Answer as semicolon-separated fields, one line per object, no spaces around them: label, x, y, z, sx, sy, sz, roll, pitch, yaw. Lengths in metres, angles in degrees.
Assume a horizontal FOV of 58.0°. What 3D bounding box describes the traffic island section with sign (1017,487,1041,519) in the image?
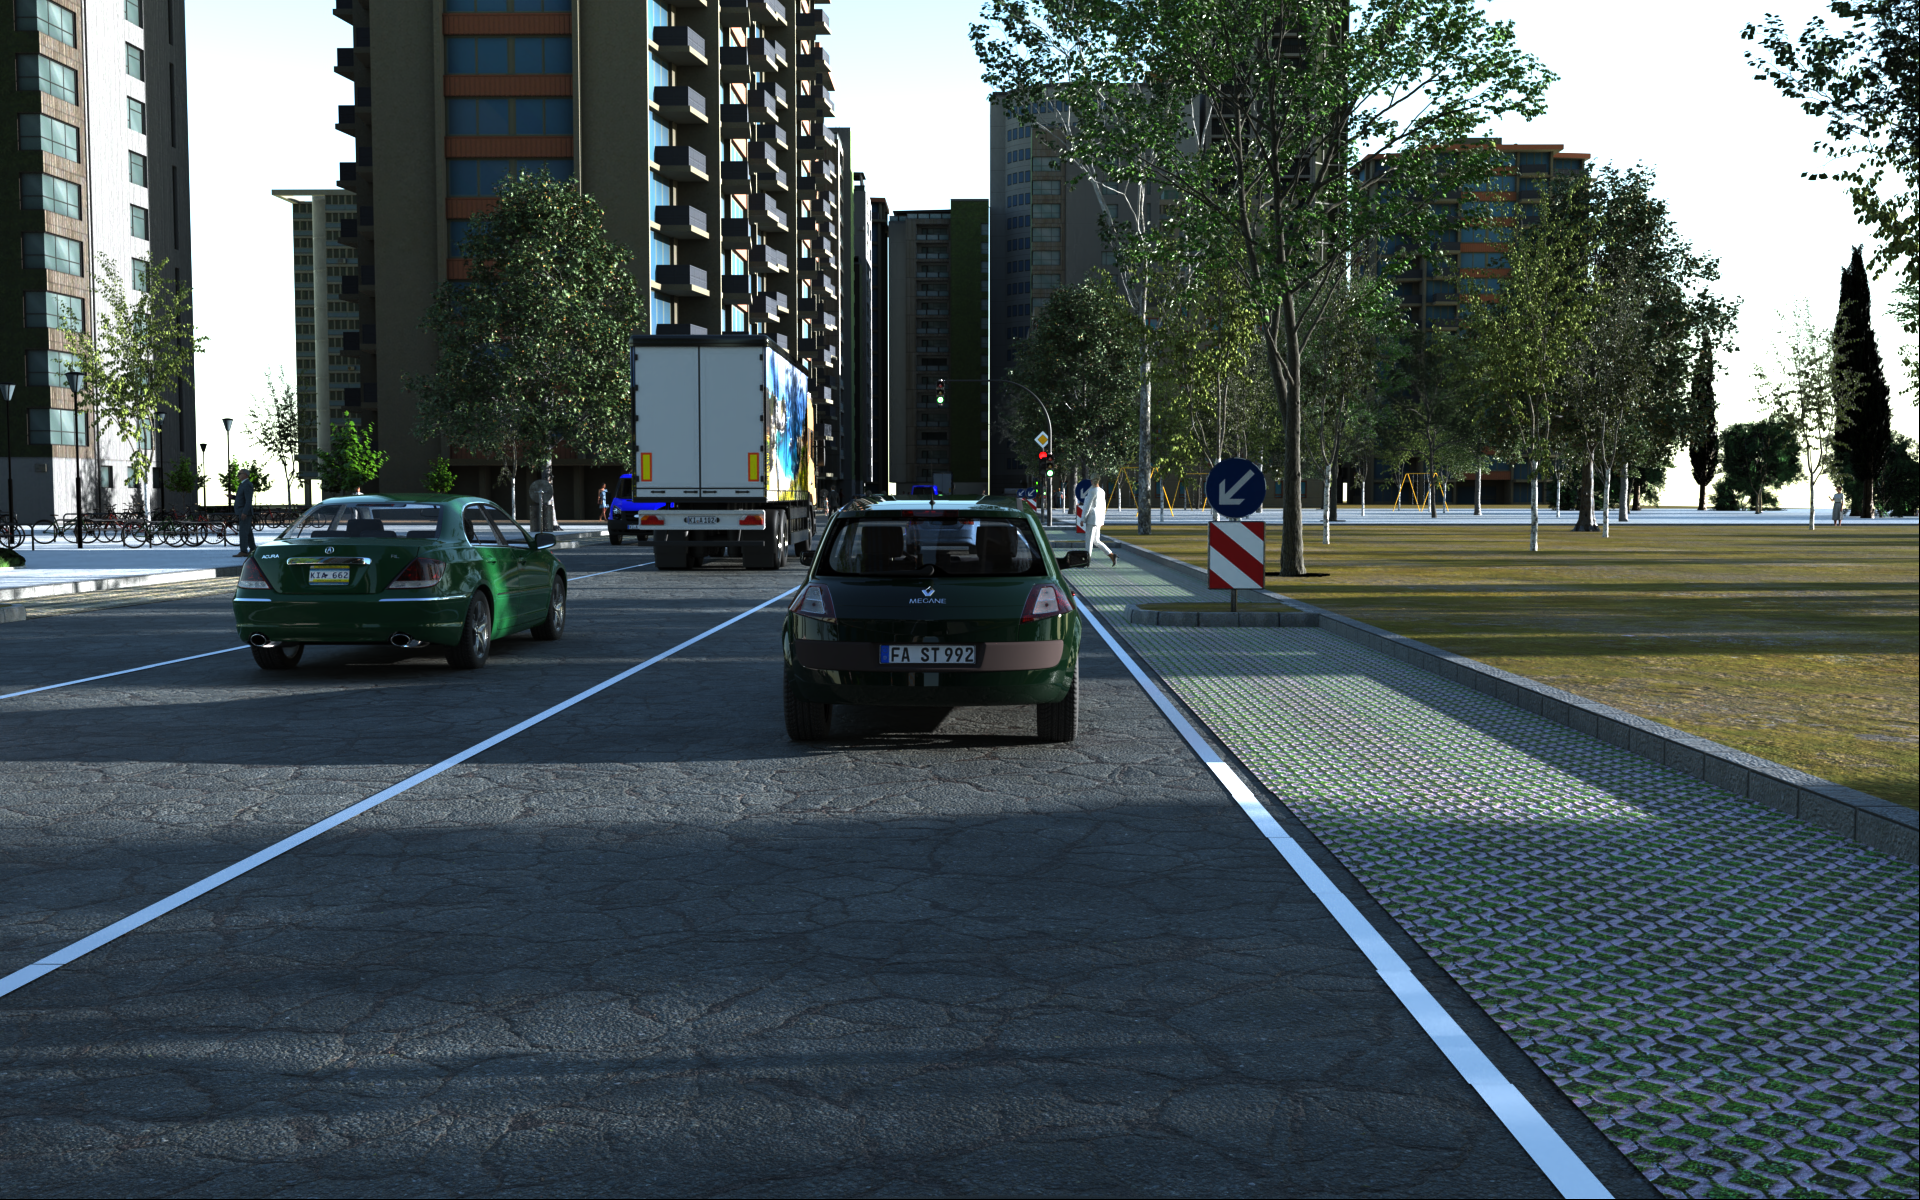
traffic island section with sign;4.050;-5.686;101.586;1.989;1.847;2.006;0;4;1

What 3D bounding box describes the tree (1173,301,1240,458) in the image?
tree;10.201;-6.979;64.470;4.360;8.622;3.978;0;3;0

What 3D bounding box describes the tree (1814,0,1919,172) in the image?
tree;11.662;-4.931;15.032;7.601;10.594;8.767;-3;5;-40

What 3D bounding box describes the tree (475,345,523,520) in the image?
tree;-20.959;-7.937;80.130;4.360;8.622;3.978;0;3;0

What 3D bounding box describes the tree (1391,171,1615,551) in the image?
tree;12.729;-5.411;38.837;4.737;8.622;4.395;0;3;0

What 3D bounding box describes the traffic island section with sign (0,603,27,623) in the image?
traffic island section with sign;-11.648;-0.651;19.264;1.989;1.847;2.006;0;4;1

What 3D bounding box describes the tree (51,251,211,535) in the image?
tree;-24.548;-6.189;51.560;4.737;8.622;4.395;0;3;0

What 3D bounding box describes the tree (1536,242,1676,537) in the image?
tree;19.195;-6.181;51.417;4.360;8.622;3.978;0;3;0

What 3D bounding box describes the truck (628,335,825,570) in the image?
truck;-4.582;-2.885;36.080;2.839;4.237;11.283;0;3;0

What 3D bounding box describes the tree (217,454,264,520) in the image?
tree;-34.921;-5.421;83.243;1.663;3.219;1.824;0;3;0

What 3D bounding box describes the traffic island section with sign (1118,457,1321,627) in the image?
traffic island section with sign;2.884;-0.664;19.488;1.989;1.847;2.006;0;4;1

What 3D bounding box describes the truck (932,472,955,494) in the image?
truck;-2.157;-14.225;221.488;2.839;4.237;11.283;0;4;0

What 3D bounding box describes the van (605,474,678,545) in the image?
van;-8.840;-2.823;50.542;2.240;2.365;5.245;0;4;2

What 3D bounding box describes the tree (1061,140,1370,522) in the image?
tree;5.118;-5.226;35.800;4.737;8.622;4.395;0;3;0

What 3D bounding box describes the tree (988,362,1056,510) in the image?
tree;7.387;-14.215;142.792;12.009;13.543;11.850;0;3;0

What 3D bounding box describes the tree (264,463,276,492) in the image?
tree;-35.782;-5.692;87.673;1.663;3.219;1.824;0;3;0

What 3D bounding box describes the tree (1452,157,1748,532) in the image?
tree;21.563;-8.690;59.085;9.611;12.733;9.660;0;3;0

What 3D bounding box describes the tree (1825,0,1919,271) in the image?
tree;14.301;-4.519;24.254;4.737;8.622;4.395;0;3;0

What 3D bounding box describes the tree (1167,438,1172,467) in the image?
tree;20.411;-12.942;146.015;7.601;10.594;8.767;0;4;6

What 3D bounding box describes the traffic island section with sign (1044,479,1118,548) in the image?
traffic island section with sign;3.265;-2.313;46.441;1.989;1.847;2.006;0;4;1

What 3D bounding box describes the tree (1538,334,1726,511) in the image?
tree;54.612;-14.357;136.555;18.604;14.587;13.155;0;3;0

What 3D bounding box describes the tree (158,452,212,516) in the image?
tree;-35.744;-5.208;79.747;1.663;3.219;1.824;0;3;0

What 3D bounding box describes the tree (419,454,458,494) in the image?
tree;-24.730;-5.374;82.466;1.663;3.219;1.824;0;3;0

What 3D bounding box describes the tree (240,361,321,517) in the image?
tree;-37.097;-8.860;95.220;4.360;8.622;3.978;0;3;0

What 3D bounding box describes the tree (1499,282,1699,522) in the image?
tree;30.672;-9.933;80.537;7.486;12.596;7.792;0;3;0

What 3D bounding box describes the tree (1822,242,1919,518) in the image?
tree;52.835;-11.835;95.326;13.155;14.587;18.604;0;4;3

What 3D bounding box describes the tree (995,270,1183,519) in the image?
tree;6.486;-10.539;89.320;9.611;12.733;9.660;0;3;0

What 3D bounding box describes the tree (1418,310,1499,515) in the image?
tree;31.593;-11.423;104.899;7.486;12.596;7.792;0;3;0

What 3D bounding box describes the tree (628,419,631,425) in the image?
tree;-13.650;-8.007;81.275;4.360;8.622;3.978;0;3;0

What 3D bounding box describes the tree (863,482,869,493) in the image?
tree;-12.247;-13.291;211.903;1.663;3.219;1.824;0;3;0

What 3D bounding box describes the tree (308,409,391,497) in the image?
tree;-14.133;-2.764;39.785;1.663;3.219;1.824;0;3;0

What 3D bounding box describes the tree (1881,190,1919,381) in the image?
tree;29.690;-7.487;48.168;9.928;11.665;9.643;0;3;0

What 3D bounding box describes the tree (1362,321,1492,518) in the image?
tree;25.350;-9.731;93.515;7.601;10.594;8.767;2;4;26

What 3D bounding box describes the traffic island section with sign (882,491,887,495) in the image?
traffic island section with sign;-8.988;-12.066;205.902;1.989;1.847;2.006;0;4;1

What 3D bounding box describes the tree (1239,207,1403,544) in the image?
tree;9.415;-5.757;44.497;4.360;8.622;3.978;0;3;0

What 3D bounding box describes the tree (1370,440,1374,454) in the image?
tree;23.519;-9.750;109.776;4.737;8.622;4.395;0;3;0

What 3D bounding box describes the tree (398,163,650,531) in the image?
tree;-14.504;-8.756;60.167;9.611;12.733;9.660;0;3;0

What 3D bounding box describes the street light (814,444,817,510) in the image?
street light;-11.526;-10.472;143.756;1.470;5.913;1.316;0;4;1

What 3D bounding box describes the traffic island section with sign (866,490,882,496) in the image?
traffic island section with sign;-9.369;-10.417;178.949;1.989;1.847;2.006;0;4;1

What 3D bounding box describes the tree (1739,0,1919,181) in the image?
tree;22.773;-10.974;35.309;12.611;20.169;13.585;0;3;0

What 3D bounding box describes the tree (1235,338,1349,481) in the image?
tree;25.710;-13.870;133.431;9.857;13.997;8.962;0;3;0

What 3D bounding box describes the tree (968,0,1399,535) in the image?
tree;7.084;-12.085;53.474;12.611;20.169;13.585;0;3;0

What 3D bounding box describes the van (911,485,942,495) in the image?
van;-2.507;-7.388;125.185;2.240;2.365;5.245;0;4;2

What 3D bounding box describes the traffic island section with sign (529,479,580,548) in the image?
traffic island section with sign;-11.258;-2.299;46.216;1.989;1.847;2.006;0;4;1

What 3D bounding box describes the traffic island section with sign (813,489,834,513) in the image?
traffic island section with sign;-10.077;-7.347;128.754;1.989;1.847;2.006;0;4;1

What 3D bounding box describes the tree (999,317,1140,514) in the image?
tree;7.334;-12.459;110.364;9.857;13.997;8.962;0;3;0

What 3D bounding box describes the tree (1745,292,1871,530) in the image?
tree;30.566;-6.834;62.099;4.360;8.622;3.978;0;3;0

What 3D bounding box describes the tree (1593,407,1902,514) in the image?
tree;51.819;-9.237;113.933;20.602;7.101;11.467;-1;4;-23

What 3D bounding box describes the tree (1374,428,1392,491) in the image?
tree;33.997;-11.260;134.459;4.737;8.622;4.395;0;3;0

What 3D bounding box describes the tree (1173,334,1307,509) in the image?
tree;16.570;-10.167;100.649;7.601;10.594;8.767;0;4;5

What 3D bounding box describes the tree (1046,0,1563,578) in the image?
tree;5.040;-6.182;26.835;9.928;11.665;9.643;0;3;0
